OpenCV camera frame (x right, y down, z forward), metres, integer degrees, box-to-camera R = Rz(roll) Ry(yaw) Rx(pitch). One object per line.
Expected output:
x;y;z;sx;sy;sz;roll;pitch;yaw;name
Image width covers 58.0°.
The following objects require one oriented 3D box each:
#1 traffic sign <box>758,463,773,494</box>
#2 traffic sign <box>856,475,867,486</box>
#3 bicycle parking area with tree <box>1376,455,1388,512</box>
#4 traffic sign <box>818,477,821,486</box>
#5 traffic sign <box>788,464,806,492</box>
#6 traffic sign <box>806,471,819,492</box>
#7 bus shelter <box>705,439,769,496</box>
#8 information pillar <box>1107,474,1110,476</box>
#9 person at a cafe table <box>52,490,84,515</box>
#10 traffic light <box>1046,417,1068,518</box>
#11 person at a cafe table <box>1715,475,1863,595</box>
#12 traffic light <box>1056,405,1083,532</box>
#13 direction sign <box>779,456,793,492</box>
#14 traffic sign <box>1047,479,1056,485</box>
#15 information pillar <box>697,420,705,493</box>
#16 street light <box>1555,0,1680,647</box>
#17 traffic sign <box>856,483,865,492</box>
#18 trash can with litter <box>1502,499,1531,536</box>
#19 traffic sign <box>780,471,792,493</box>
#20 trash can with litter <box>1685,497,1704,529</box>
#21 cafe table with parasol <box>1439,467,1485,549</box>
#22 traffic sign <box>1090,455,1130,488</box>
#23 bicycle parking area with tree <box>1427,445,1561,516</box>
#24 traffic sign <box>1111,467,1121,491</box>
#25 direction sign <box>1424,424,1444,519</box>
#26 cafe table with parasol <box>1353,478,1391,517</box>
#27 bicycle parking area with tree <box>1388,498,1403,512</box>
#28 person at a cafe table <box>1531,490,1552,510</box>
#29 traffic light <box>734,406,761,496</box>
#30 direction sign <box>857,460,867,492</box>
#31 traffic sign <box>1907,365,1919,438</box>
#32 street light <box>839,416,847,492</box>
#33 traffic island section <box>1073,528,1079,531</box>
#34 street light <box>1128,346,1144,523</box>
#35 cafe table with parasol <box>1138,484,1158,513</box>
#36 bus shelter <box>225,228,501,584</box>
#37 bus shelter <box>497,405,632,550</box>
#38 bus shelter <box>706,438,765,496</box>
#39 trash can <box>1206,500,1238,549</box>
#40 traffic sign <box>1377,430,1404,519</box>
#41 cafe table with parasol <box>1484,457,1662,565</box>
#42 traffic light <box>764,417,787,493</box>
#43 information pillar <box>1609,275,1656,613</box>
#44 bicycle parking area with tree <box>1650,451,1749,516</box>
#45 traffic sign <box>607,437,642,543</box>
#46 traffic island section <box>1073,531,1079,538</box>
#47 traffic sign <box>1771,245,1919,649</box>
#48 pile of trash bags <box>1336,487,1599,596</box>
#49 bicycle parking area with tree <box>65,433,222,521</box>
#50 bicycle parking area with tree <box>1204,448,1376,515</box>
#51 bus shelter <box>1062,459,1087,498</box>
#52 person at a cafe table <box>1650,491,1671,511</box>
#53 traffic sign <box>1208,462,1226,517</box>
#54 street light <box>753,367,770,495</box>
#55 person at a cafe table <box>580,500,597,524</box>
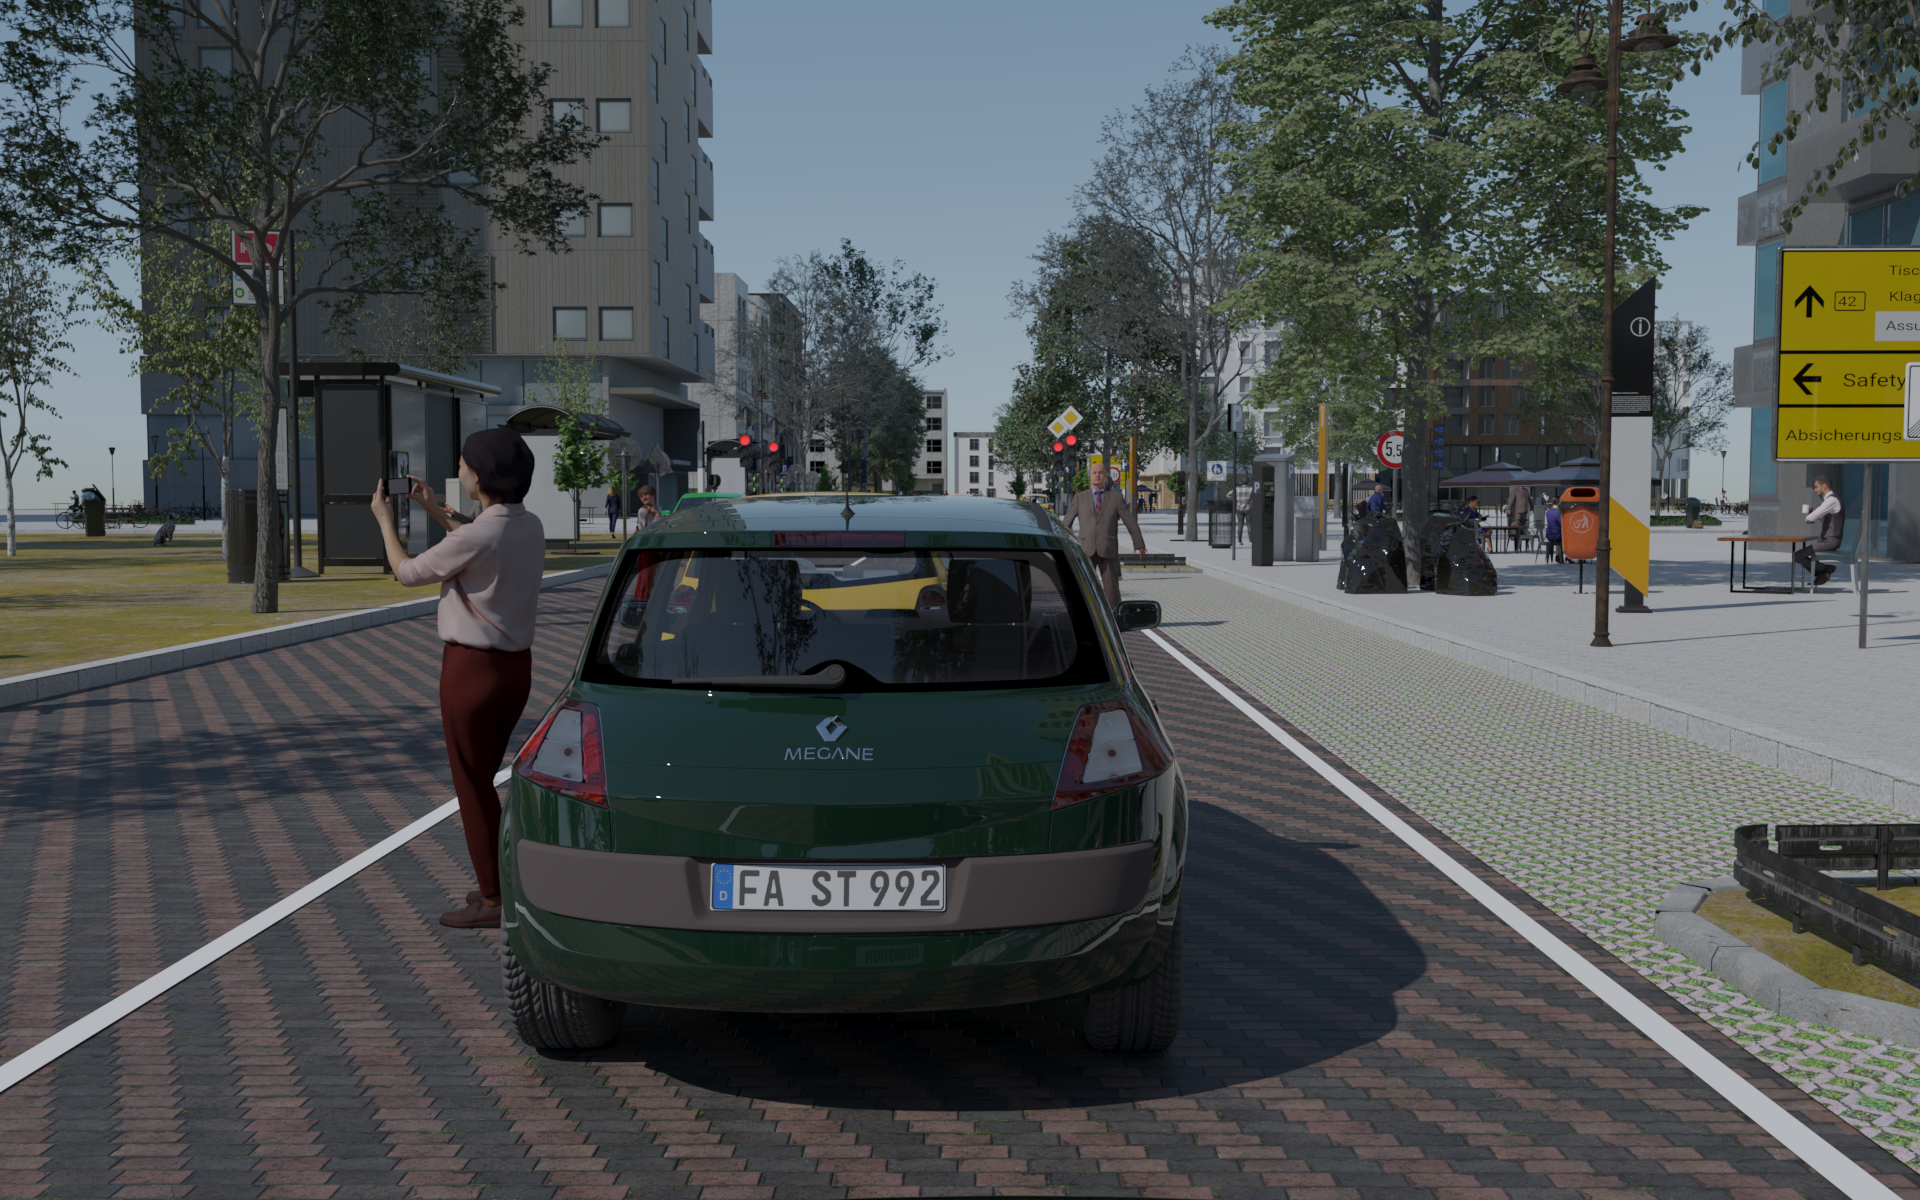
-7.873;-4.306;70.511;0.768;2.556;0.104;1;4;10;traffic sign
-6.636;-7.131;116.693;0.768;2.556;0.104;0;4;4;traffic sign
32.201;-8.588;127.421;8.231;4.147;9.016;-1;4;-22;bicycle parking area with tree
-8.133;-6.143;102.575;0.606;2.300;0.079;0;4;7;traffic sign
-6.811;-4.413;72.257;0.768;2.556;0.104;0;4;2;traffic sign
-8.113;-5.811;95.111;0.768;2.556;0.104;0;4;8;traffic sign
-8.582;-4.453;66.728;2.014;3.302;5.546;0;4;0;bus shelter
5.217;-3.559;62.683;0.304;2.012;0.304;3;5;44;information pillar
-54.461;-5.953;105.849;1.622;1.524;1.698;-1;4;-20;person at a cafe table
3.537;-4.528;62.959;0.839;4.253;0.868;0;4;0;traffic light
10.881;-0.858;22.552;1.622;1.524;1.698;2;4;33;person at a cafe table
3.490;-4.040;54.974;0.839;4.253;0.868;0;4;0;traffic light
-10.453;-6.865;104.242;0.876;3.537;0.379;0;4;2;direction sign
6.310;-7.221;118.163;0.768;2.556;0.104;0;4;7;traffic sign
-8.263;-3.915;55.373;0.183;3.616;0.504;-2;4;-27;information pillar
5.405;-2.546;14.419;0.468;5.910;1.993;0;4;0;street light
-6.792;-7.098;118.189;0.606;2.300;0.079;0;4;3;traffic sign
16.723;-2.484;52.005;0.624;1.170;1.055;3;4;38;trash can with litter
-9.777;-5.915;96.824;0.768;2.556;0.104;0;4;2;traffic sign
27.294;-3.228;64.157;0.624;1.170;1.055;0;4;1;trash can with litter
11.670;-1.985;37.324;2.610;1.966;2.610;1;4;15;cafe table with parasol
7.817;-5.837;89.308;2.265;3.308;0.079;1;4;10;traffic sign
32.456;-7.037;102.065;8.231;4.147;9.016;1;4;21;bicycle parking area with tree
7.071;-4.900;80.220;0.768;2.556;0.104;0;4;6;traffic sign
15.091;-3.895;55.687;0.876;3.537;0.379;0;4;7;direction sign
17.602;-4.277;74.794;2.610;1.966;2.610;-1;4;-23;cafe table with parasol
34.887;-7.938;116.786;8.231;4.147;9.016;3;5;39;bicycle parking area with tree
37.200;-6.177;109.513;1.622;1.524;1.698;-2;4;-24;person at a cafe table
-6.771;-4.043;55.018;0.839;4.253;0.868;0;4;0;traffic light
-6.591;-7.592;116.129;0.876;3.537;0.379;-3;5;-44;direction sign
7.662;-0.697;13.533;0.606;2.300;0.079;0;4;5;traffic sign
-6.960;-7.966;103.031;0.468;5.910;1.993;0;4;0;street light
3.577;-2.495;63.073;2.009;0.180;2.903;0;4;0;traffic island section
5.514;-4.972;54.087;0.468;5.910;1.993;0;4;0;street light
12.340;-6.879;117.331;2.610;1.966;2.610;-1;4;-17;cafe table with parasol
-9.930;-3.141;28.982;2.179;5.291;8.768;0;4;0;bus shelter
-9.528;-2.956;42.260;2.014;3.302;5.546;0;4;0;bus shelter
-9.617;-5.098;74.631;1.731;3.624;6.357;0;4;0;bus shelter
6.162;-1.784;40.829;0.748;1.137;0.748;0;3;0;trash can
8.686;-2.109;34.594;0.768;2.556;0.104;0;4;2;traffic sign
11.480;-1.654;31.902;2.610;1.966;2.610;3;4;38;cafe table with parasol
-6.724;-4.531;63.003;0.839;4.253;0.868;0;4;0;traffic light
7.204;-1.668;18.635;0.504;3.616;0.183;1;4;9;information pillar
49.622;-7.964;117.219;9.016;4.147;8.231;0;4;-4;bicycle parking area with tree
-7.472;-2.352;38.569;0.768;2.556;0.104;0;4;3;traffic sign
3.530;-2.007;55.088;2.009;0.180;2.903;0;4;0;traffic island section
7.819;-1.248;14.271;2.265;3.308;0.079;0;4;1;traffic sign
6.601;-0.782;22.540;3.447;1.369;1.912;1;4;20;pile of trash bags
-37.781;-5.898;83.436;9.016;4.147;8.231;-2;4;-34;bicycle parking area with tree
20.560;-7.539;110.272;9.016;4.147;8.231;0;4;-5;bicycle parking area with tree
7.258;-7.392;112.141;1.731;3.624;6.357;0;4;0;bus shelter
54.554;-7.734;134.969;1.622;1.524;1.698;0;4;-6;person at a cafe table
8.014;-3.177;54.066;0.606;2.300;0.079;0;4;6;traffic sign
-7.233;-5.533;63.250;0.468;5.910;1.993;0;4;0;street light
-16.367;-3.984;73.647;1.622;1.524;1.698;0;4;-5;person at a cafe table
